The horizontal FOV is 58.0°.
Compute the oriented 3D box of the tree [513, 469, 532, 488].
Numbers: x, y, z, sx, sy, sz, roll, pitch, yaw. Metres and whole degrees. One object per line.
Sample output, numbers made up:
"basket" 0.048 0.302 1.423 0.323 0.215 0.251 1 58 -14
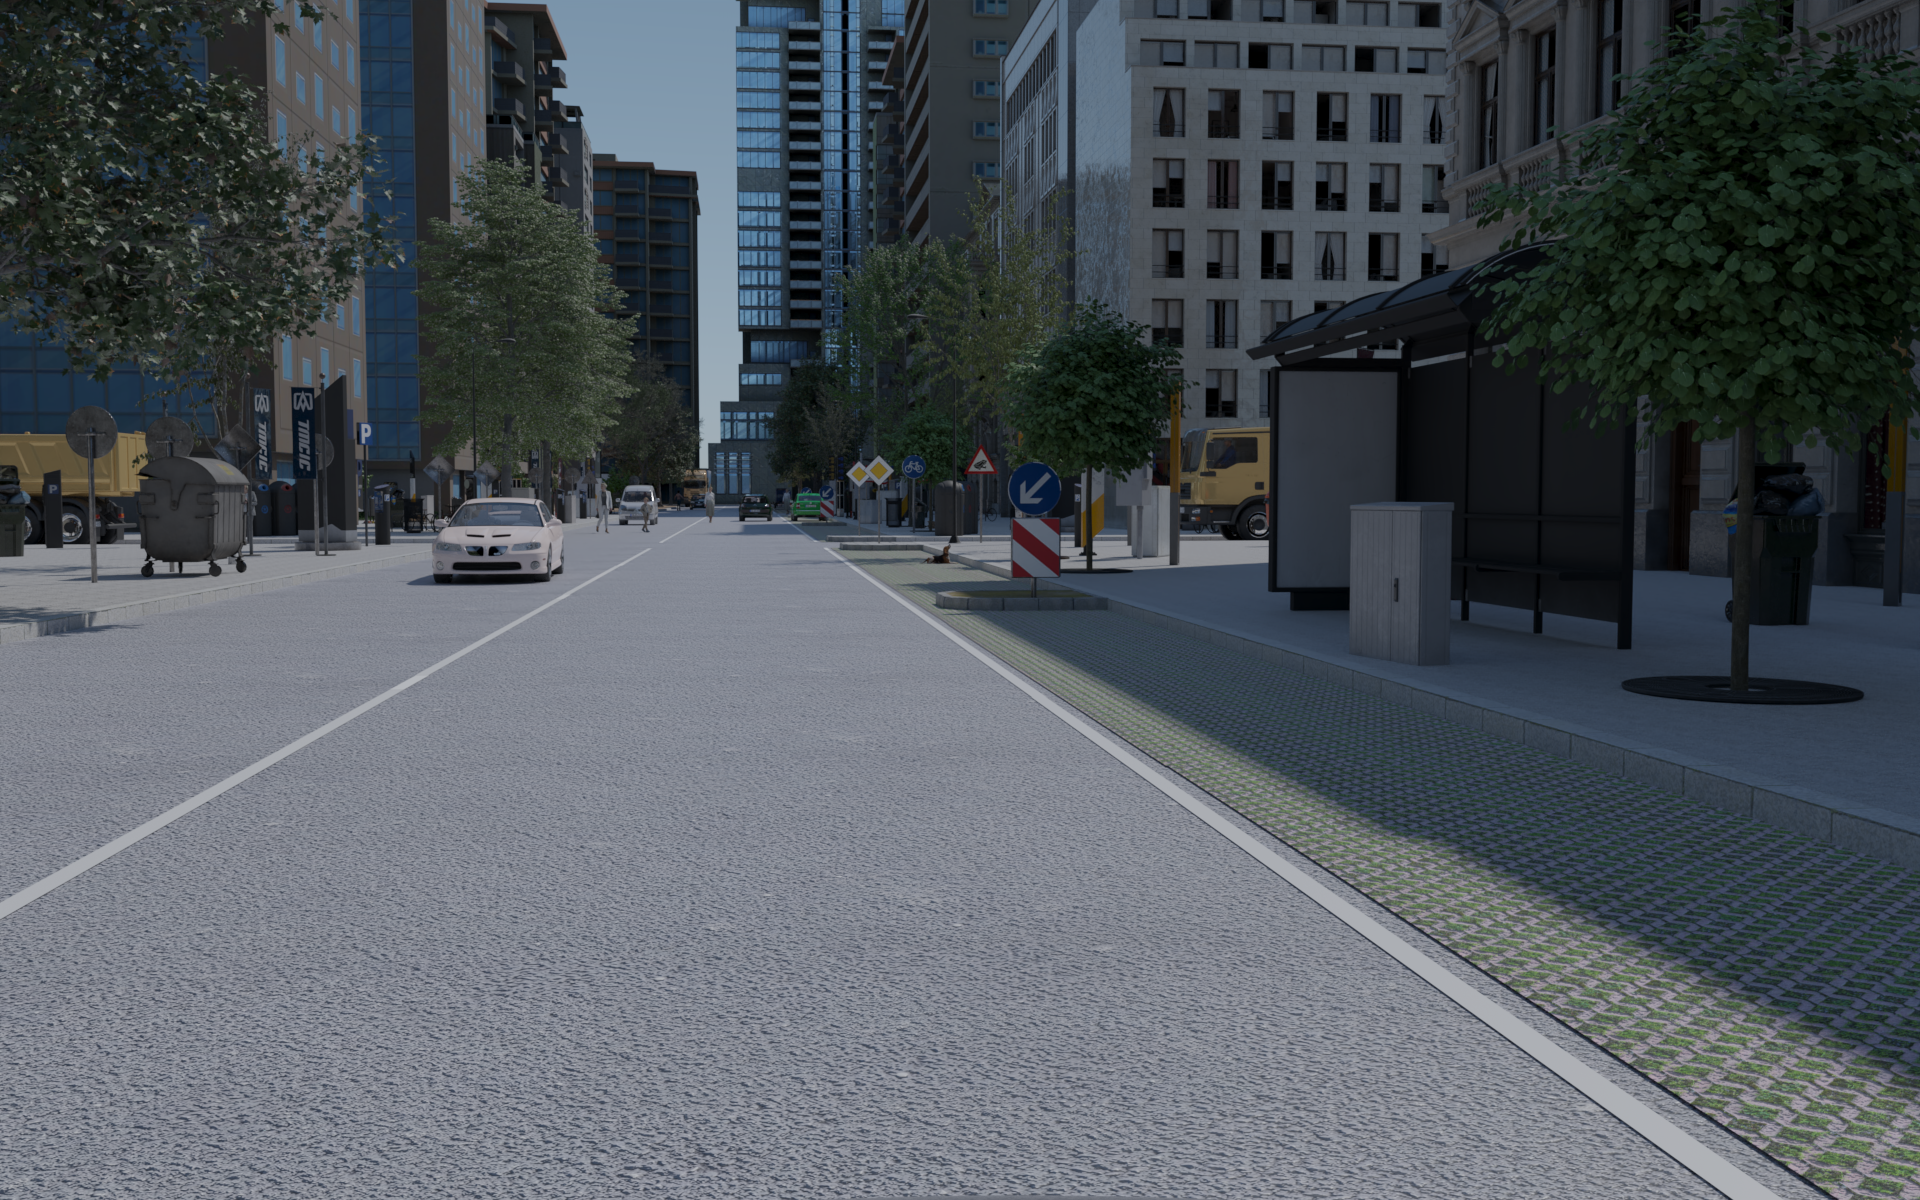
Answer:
"tree" -29.327 -7.342 114.646 1.663 3.219 1.824 0 3 0

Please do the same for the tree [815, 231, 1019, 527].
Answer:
"tree" -1.719 -8.666 67.448 9.928 11.665 9.643 0 3 0

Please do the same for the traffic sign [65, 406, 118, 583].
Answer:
"traffic sign" -12.516 -1.521 24.967 0.768 2.556 0.104 0 4 3

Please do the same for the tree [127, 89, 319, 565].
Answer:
"tree" -13.457 -4.962 31.483 4.360 8.622 3.978 0 3 0

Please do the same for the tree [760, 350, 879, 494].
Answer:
"tree" -11.313 -13.533 138.279 9.611 12.733 9.660 0 3 0

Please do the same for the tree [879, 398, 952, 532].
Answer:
"tree" -0.942 -4.610 59.090 4.285 4.588 4.351 0 3 0

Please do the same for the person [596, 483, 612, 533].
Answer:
"person" -13.051 -3.362 63.345 0.514 1.842 0.818 -3 4 -36

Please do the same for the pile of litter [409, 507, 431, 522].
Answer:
"pile of litter" -24.937 -3.989 79.186 1.719 0.858 1.176 0 4 -2

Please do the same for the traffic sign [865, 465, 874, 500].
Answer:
"traffic sign" -4.161 -4.721 77.184 0.884 2.594 0.081 0 4 -5

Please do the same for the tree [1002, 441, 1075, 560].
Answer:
"tree" 1.547 -2.428 34.298 1.663 3.219 1.824 0 3 0

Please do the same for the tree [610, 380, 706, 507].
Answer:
"tree" -30.413 -15.719 174.010 9.611 12.733 9.660 0 3 0

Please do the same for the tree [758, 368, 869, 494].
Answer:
"tree" -13.641 -15.339 161.157 12.009 13.543 11.850 0 3 0

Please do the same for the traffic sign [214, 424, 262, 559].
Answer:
"traffic sign" -11.863 -1.669 28.480 0.795 2.450 0.064 0 4 0

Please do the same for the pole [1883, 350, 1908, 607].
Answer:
"pole" 10.673 -1.583 19.723 0.158 3.312 0.155 0 3 0

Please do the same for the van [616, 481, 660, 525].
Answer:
"van" -15.042 -4.529 81.059 2.013 2.044 4.112 0 4 -7

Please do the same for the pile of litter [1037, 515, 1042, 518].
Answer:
"pile of litter" 2.960 -3.453 70.420 1.176 0.858 1.719 -1 4 -19

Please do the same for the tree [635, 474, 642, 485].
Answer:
"tree" -24.692 -8.203 128.728 1.663 3.219 1.824 0 3 0

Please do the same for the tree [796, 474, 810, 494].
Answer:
"tree" -18.744 -15.499 203.765 4.737 8.622 4.395 0 3 0

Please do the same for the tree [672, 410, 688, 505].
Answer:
"tree" -16.471 -9.316 70.442 7.486 12.596 7.792 0 3 0

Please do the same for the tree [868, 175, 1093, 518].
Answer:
"tree" 1.193 -5.454 39.531 4.737 8.622 4.395 0 3 0

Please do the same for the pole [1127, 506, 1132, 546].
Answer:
"pole" 4.265 -3.003 42.947 0.158 3.312 0.155 0 3 0

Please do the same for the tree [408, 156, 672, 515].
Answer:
"tree" -15.125 -8.604 58.798 7.486 12.596 7.792 0 3 0

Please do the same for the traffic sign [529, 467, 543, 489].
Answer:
"traffic sign" -20.154 -5.037 82.467 0.768 2.556 0.104 0 4 -2

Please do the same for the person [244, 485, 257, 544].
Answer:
"person" -19.102 -2.304 46.359 0.537 1.800 0.526 -1 4 -11

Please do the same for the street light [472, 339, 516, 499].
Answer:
"street light" -13.974 -4.850 51.835 1.470 5.913 1.316 0 4 -7

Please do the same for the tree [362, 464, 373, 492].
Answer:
"tree" -32.084 -5.989 92.514 1.663 3.219 1.824 0 3 0

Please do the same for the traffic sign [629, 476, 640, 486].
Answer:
"traffic sign" -22.538 -7.323 119.832 0.768 2.556 0.104 0 4 -5

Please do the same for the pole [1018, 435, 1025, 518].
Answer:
"pole" 1.578 -3.077 44.159 0.158 3.312 0.155 0 3 0

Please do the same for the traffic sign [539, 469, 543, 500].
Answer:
"traffic sign" -20.733 -5.225 85.533 0.768 2.556 0.104 0 4 -2

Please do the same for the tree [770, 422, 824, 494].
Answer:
"tree" -17.496 -16.860 193.794 7.486 12.596 7.792 0 3 0

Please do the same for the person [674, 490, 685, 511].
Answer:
"person" -23.815 -8.429 147.030 1.217 1.736 0.721 2 4 35

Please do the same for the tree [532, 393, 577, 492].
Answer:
"tree" -28.189 -10.378 120.050 4.737 8.622 4.395 0 3 0

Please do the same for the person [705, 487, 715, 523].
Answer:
"person" -12.437 -4.736 86.167 0.478 1.798 0.641 0 4 3

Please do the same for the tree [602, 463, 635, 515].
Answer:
"tree" -21.878 -6.990 108.894 1.663 3.219 1.824 0 3 0

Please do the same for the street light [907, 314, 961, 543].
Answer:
"street light" -0.681 -4.428 44.940 1.470 5.913 1.316 0 4 -7

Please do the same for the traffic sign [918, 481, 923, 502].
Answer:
"traffic sign" -1.716 -4.732 77.469 0.768 2.556 0.104 0 4 -5

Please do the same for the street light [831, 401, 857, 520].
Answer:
"street light" -5.714 -6.943 86.067 1.470 5.913 1.316 0 4 -7

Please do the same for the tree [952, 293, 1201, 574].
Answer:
"tree" 2.220 -2.735 28.432 4.285 4.588 4.351 0 3 0

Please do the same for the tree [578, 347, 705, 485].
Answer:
"tree" -26.200 -14.232 143.071 12.009 13.543 11.850 0 3 0

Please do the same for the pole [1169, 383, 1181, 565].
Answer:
"pole" 3.873 -2.283 31.169 0.158 3.312 0.155 0 3 0

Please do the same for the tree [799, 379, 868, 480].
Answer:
"tree" -8.253 -10.080 115.165 4.360 8.622 3.978 0 3 0

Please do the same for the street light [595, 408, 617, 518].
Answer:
"street light" -18.927 -7.373 93.092 1.470 5.913 1.316 0 4 -7

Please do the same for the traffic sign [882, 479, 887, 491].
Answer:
"traffic sign" -4.066 -5.648 92.449 0.768 2.556 0.104 0 4 1

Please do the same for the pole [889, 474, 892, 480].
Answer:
"pole" -3.697 -5.977 91.571 0.158 3.312 0.155 0 3 0

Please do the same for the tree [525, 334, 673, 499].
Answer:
"tree" -21.049 -10.113 99.755 8.767 10.594 7.601 -3 5 -39

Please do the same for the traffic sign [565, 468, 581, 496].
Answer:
"traffic sign" -18.756 -5.123 83.872 0.768 2.556 0.104 0 4 -5

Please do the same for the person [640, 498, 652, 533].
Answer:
"person" -11.704 -3.173 64.643 0.475 1.303 0.640 -3 5 -45

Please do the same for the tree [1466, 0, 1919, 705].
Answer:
"tree" 5.097 -1.670 11.022 4.285 4.588 4.351 0 3 0

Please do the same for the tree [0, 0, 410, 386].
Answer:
"tree" -11.319 -6.197 18.328 9.611 12.733 9.660 0 3 0

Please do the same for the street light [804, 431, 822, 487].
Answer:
"street light" -10.711 -9.439 126.871 1.470 5.913 1.316 0 4 -7

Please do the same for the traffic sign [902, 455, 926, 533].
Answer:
"traffic sign" -1.510 -3.461 56.698 0.768 2.556 0.104 0 4 -4

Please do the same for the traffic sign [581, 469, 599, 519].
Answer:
"traffic sign" -19.197 -5.496 89.867 0.884 2.594 0.081 0 4 -4

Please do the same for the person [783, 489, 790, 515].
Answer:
"person" -12.019 -6.834 120.461 0.478 1.798 0.641 2 4 26

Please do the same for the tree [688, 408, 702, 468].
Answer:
"tree" -33.918 -17.372 202.164 7.486 12.596 7.792 0 3 0
